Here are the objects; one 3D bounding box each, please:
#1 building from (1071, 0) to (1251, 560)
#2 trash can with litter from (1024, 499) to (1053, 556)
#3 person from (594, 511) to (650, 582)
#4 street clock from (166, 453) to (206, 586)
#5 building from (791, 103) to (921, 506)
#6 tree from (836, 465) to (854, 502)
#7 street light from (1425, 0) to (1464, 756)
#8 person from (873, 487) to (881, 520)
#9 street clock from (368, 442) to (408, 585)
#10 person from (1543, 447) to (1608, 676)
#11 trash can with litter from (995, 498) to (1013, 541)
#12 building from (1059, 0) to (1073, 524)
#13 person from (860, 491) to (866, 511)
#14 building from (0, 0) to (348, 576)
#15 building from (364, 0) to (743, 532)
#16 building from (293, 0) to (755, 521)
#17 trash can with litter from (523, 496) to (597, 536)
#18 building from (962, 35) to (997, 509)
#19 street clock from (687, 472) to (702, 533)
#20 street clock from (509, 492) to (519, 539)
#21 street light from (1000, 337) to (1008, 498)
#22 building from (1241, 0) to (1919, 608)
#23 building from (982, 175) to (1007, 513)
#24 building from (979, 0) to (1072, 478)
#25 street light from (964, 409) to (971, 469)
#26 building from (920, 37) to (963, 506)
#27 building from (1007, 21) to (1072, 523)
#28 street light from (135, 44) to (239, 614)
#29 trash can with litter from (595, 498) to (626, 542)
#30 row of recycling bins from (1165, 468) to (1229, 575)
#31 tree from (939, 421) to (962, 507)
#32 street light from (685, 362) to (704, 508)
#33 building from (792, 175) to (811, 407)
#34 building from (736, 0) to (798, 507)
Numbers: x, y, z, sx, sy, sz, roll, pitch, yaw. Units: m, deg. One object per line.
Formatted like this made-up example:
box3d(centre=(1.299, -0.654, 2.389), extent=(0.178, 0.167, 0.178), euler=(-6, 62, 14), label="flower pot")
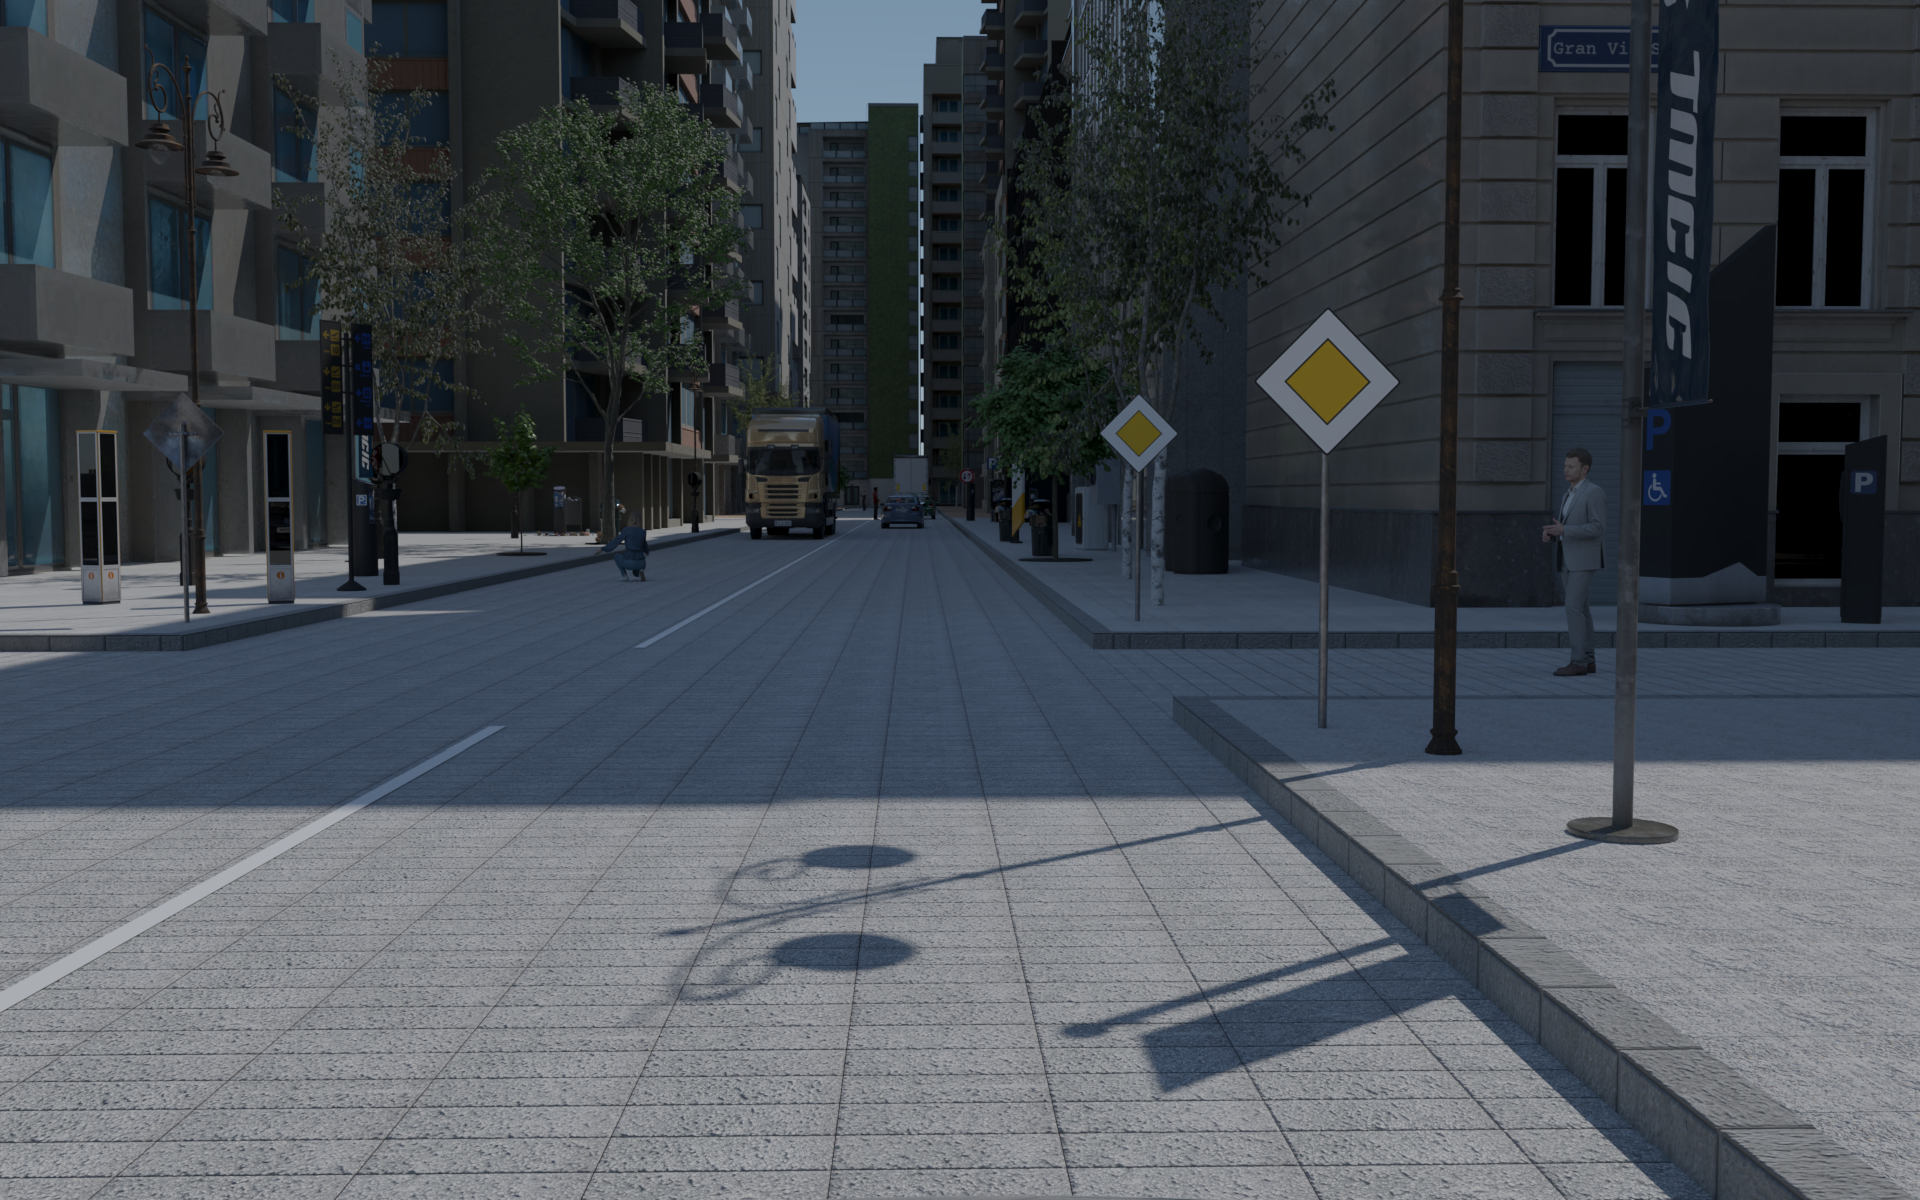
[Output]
box3d(centre=(9.650, -13.748, 42.809), extent=(12.078, 24.808, 19.932), euler=(0, 4, -1), label="building")
box3d(centre=(1.702, -1.506, 36.010), extent=(0.624, 1.170, 1.055), euler=(1, 4, 10), label="trash can with litter")
box3d(centre=(-5.491, -0.883, 28.428), extent=(1.012, 1.151, 0.738), euler=(-2, 4, -26), label="person")
box3d(centre=(-10.801, -1.202, 24.224), extent=(0.471, 2.002, 0.358), euler=(0, 4, 6), label="street clock")
box3d(centre=(-11.236, -30.639, 184.545), extent=(14.086, 41.232, 14.154), euler=(0, 4, -1), label="building")
box3d(centre=(-12.064, -11.363, 169.502), extent=(4.285, 4.588, 4.351), euler=(0, 3, 0), label="tree")
box3d(centre=(2.396, -2.178, 8.405), extent=(0.468, 5.910, 1.993), euler=(0, 4, -1), label="street light")
box3d(centre=(-4.651, -5.375, 96.342), extent=(0.705, 1.831, 1.348), euler=(-1, 4, -15), label="person")
box3d(centre=(-8.025, -1.213, 24.395), extent=(0.471, 2.002, 0.358), euler=(0, 4, -4), label="street clock")
box3d(centre=(4.841, -0.311, 13.788), extent=(0.583, 1.804, 0.606), euler=(-1, 4, -11), label="person")
box3d(centre=(1.245, -2.175, 46.953), extent=(0.624, 1.170, 1.055), euler=(0, 4, 1), label="trash can with litter")
box3d(centre=(11.197, -16.951, 64.546), extent=(14.401, 28.519, 23.554), euler=(0, 4, -1), label="building")
box3d(centre=(-8.439, -8.618, 150.214), extent=(0.742, 1.727, 0.445), euler=(1, 4, 23), label="person")
box3d(centre=(-25.069, -25.238, 32.243), extent=(23.786, 49.044, 30.456), euler=(0, 4, -1), label="building")
box3d(centre=(-20.747, -25.410, 70.081), extent=(22.147, 44.769, 28.867), euler=(0, 4, -1), label="building")
box3d(centre=(-24.639, -29.775, 106.437), extent=(23.786, 49.044, 30.456), euler=(0, 4, -1), label="building")
box3d(centre=(-12.264, -2.578, 53.202), extent=(2.233, 1.210, 1.678), euler=(0, 4, 1), label="trash can with litter")
box3d(centre=(7.130, -29.058, 158.688), extent=(14.154, 41.232, 14.086), euler=(0, 4, -1), label="building")
box3d(centre=(-8.783, -3.231, 57.402), extent=(0.471, 2.002, 0.358), euler=(2, 4, 32), label="street clock")
box3d(centre=(-12.852, -2.775, 49.933), extent=(0.358, 2.002, 0.471), euler=(-2, 4, -28), label="street clock")
box3d(centre=(1.345, -4.795, 51.183), extent=(0.468, 5.910, 1.993), euler=(0, 4, -1), label="street light")
box3d(centre=(17.277, -13.905, 24.617), extent=(25.104, 27.353, 12.463), euler=(0, 4, -1), label="building")
box3d(centre=(15.742, -16.135, 108.838), extent=(27.650, 21.520, 28.899), euler=(0, 4, -1), label="building")
box3d(centre=(12.784, -29.499, 136.934), extent=(22.147, 44.769, 28.867), euler=(0, 4, -1), label="building")
box3d(centre=(0.427, -7.293, 92.022), extent=(0.468, 5.910, 1.993), euler=(0, 4, -1), label="street light")
box3d(centre=(6.517, -34.530, 188.267), extent=(21.600, 48.544, 21.300), euler=(0, 4, -1), label="building")
box3d(centre=(8.845, -15.611, 84.922), extent=(12.332, 23.373, 15.834), euler=(0, 4, -1), label="building")
box3d(centre=(-8.150, -2.791, 18.427), extent=(0.468, 5.910, 1.993), euler=(0, 4, -1), label="street light")
box3d(centre=(-9.235, -2.094, 45.626), extent=(0.624, 1.170, 1.055), euler=(0, 4, 5), label="trash can with litter")
box3d(centre=(3.940, -1.355, 29.265), extent=(1.069, 1.692, 3.534), euler=(0, 4, 4), label="row of recycling bins")
box3d(centre=(-0.322, -13.390, 169.292), extent=(4.737, 8.622, 4.395), euler=(0, 3, 0), label="tree")
box3d(centre=(-9.059, -5.288, 59.254), extent=(0.468, 5.910, 1.993), euler=(0, 4, -1), label="street light")
box3d(centre=(-20.830, -23.685, 158.958), extent=(14.107, 30.474, 14.160), euler=(0, 4, -1), label="building")
box3d(centre=(-26.952, -33.430, 135.819), extent=(28.713, 52.752, 27.495), euler=(0, 4, -1), label="building")
